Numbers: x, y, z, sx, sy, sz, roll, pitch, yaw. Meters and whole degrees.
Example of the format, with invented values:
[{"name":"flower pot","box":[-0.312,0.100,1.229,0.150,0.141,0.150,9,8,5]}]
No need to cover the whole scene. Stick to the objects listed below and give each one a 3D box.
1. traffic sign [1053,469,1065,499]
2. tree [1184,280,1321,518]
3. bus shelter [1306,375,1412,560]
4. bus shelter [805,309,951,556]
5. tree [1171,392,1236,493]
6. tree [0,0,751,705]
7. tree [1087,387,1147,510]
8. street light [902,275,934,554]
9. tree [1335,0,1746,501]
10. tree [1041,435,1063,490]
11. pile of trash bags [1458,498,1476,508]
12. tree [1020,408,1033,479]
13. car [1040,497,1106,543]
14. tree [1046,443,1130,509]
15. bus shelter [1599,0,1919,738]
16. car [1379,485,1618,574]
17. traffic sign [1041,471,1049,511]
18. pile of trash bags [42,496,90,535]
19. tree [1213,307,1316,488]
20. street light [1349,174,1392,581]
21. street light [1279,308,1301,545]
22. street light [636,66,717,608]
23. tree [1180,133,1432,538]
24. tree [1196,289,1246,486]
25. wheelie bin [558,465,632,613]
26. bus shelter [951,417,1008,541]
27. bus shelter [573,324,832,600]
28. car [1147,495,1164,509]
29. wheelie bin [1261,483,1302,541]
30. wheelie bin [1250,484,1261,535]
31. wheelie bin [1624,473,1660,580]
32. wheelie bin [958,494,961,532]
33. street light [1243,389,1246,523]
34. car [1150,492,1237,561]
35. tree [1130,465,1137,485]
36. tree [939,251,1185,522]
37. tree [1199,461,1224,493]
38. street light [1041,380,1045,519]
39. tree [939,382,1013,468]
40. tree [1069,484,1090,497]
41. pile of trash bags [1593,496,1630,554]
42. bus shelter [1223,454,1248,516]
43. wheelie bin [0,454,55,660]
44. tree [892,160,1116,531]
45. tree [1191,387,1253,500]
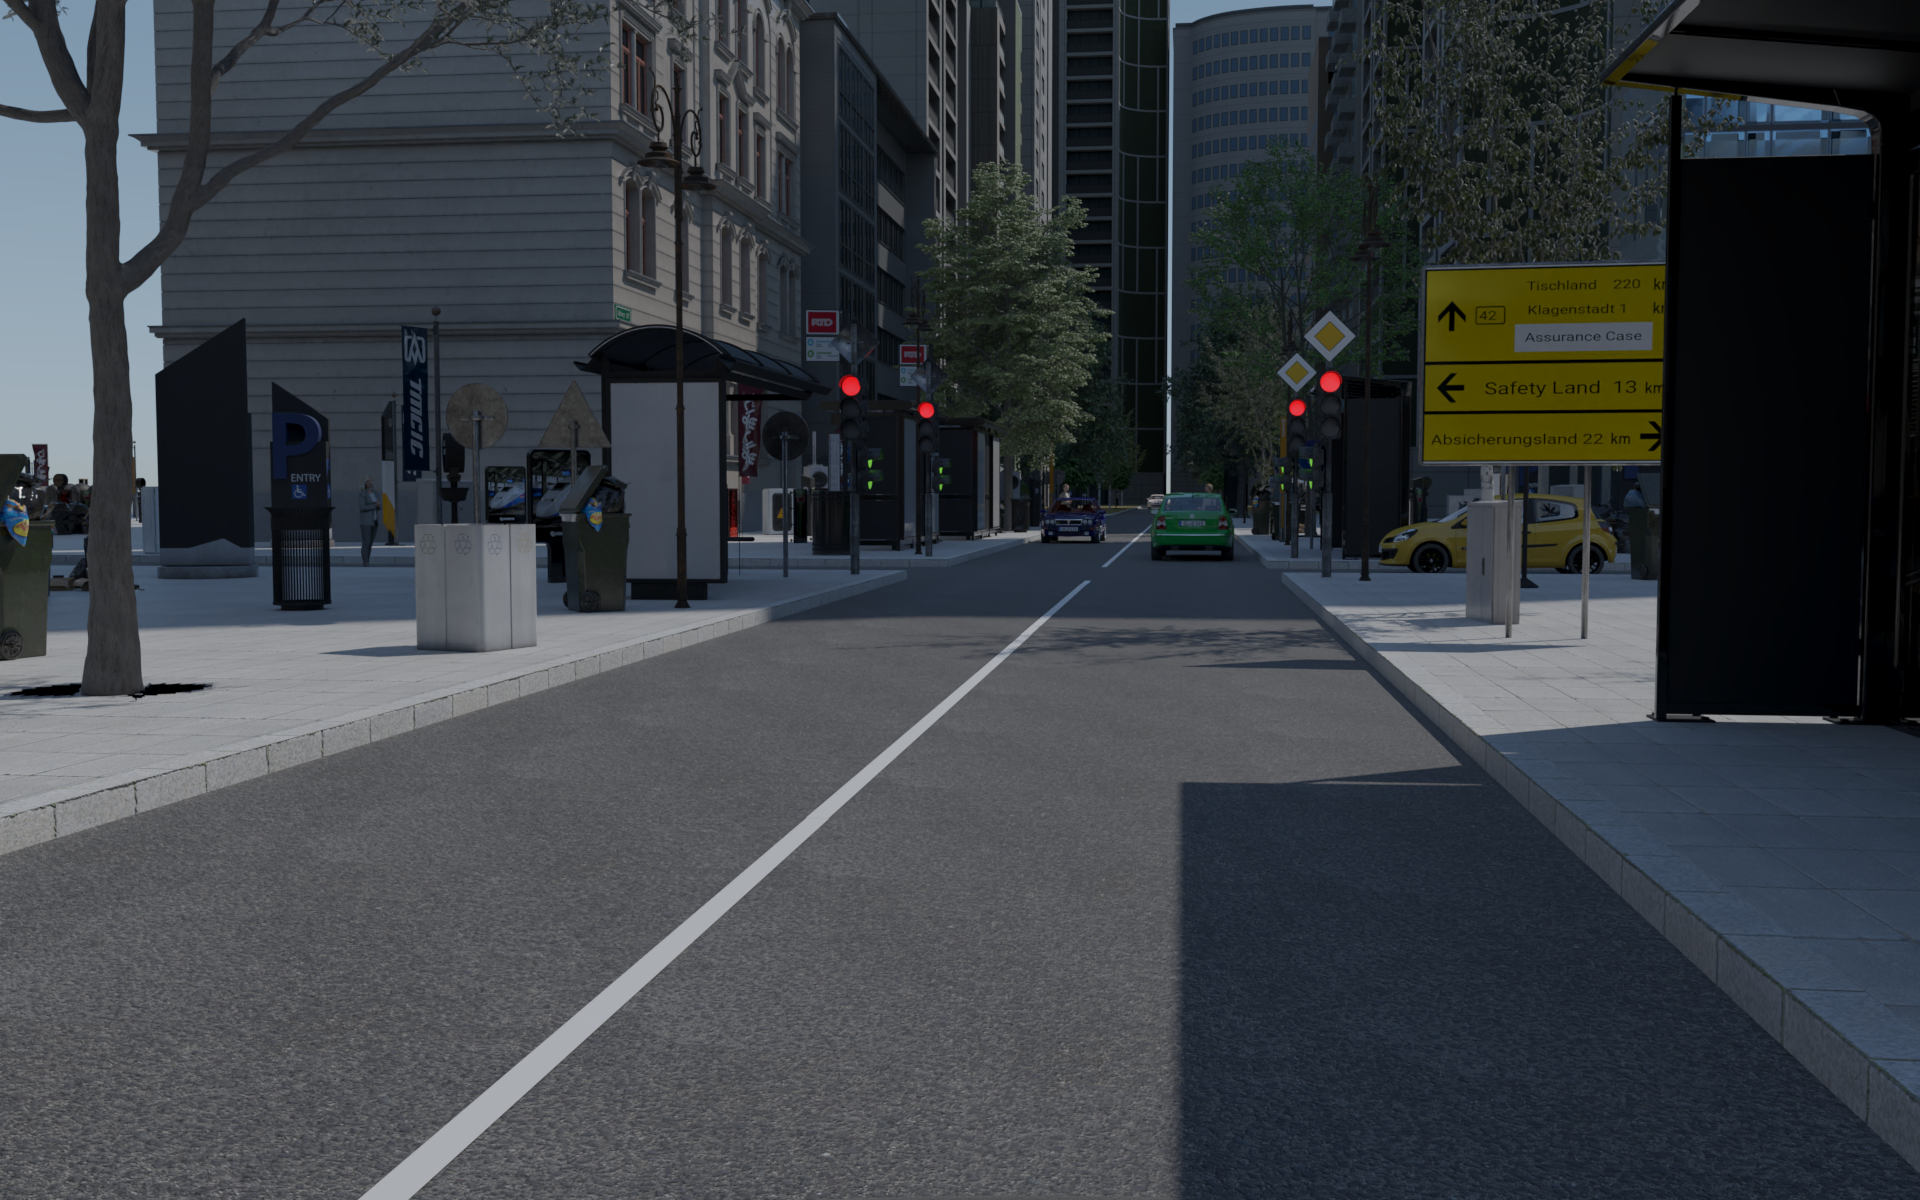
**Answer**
[{"name":"traffic sign","box":[5.012,-5.423,88.770,0.768,2.556,0.104,1,4,12]},{"name":"tree","box":[15.219,-10.759,92.915,9.611,12.733,9.660,0,3,0]},{"name":"bus shelter","box":[8.387,-2.780,36.742,1.731,3.624,6.357,0,4,8]},{"name":"bus shelter","box":[-1.937,-3.827,40.209,2.179,5.291,8.768,0,4,7]},{"name":"tree","box":[27.153,-16.980,184.271,9.857,13.997,8.962,0,3,0]},{"name":"tree","box":[-5.365,-6.147,10.871,12.009,13.543,11.850,0,3,0]},{"name":"tree","box":[9.615,-10.165,116.567,4.737,8.622,4.395,0,3,0]},{"name":"street light","box":[-0.883,-3.910,36.717,0.468,5.910,1.993,0,4,7]},{"name":"tree","box":[5.899,-4.178,18.671,4.360,8.622,3.978,0,3,0]},{"name":"tree","box":[4.655,-9.489,105.500,4.360,8.622,3.978,0,3,0]},{"name":"pile of trash bags","box":[16.301,-2.546,51.385,3.447,1.369,1.912,2,4,26]},{"name":"tree","box":[2.144,-9.160,100.125,4.360,8.622,3.978,0,3,0]},{"name":"car","box":[3.405,-2.391,51.672,1.945,1.354,3.894,1,4,9]},{"name":"tree","box":[6.180,-6.619,91.942,4.285,4.588,4.351,0,3,0]},{"name":"bus shelter","box":[4.049,-0.941,6.670,1.731,3.624,6.357,0,4,7]},{"name":"car","box":[9.421,-1.239,30.477,3.980,1.641,2.015,1,4,9]},{"name":"traffic sign","box":[4.854,-5.857,95.761,0.884,2.594,0.081,1,4,9]},{"name":"pile of trash bags","box":[-28.768,-2.729,54.380,3.447,1.369,1.912,-3,5,-43]},{"name":"tree","box":[12.164,-7.137,67.059,4.737,8.622,4.395,0,3,0]},{"name":"street light","box":[5.989,-3.220,25.437,0.468,5.910,1.993,0,4,7]},{"name":"street light","box":[8.202,-4.305,43.180,0.468,5.910,1.993,0,4,7]},{"name":"street light","box":[-3.130,-2.847,19.338,0.468,5.910,1.993,0,4,7]},{"name":"tree","box":[10.241,-7.667,51.111,9.928,11.665,9.643,0,3,0]},{"name":"tree","box":[10.449,-6.747,60.680,4.360,8.622,3.978,0,3,0]},{"name":"wheelie bin","box":[-4.003,-0.682,19.052,0.693,1.594,0.980,-2,4,-30]},{"name":"bus shelter","box":[-0.201,-4.358,48.882,2.179,5.291,8.768,0,4,8]},{"name":"bus shelter","box":[-3.272,-1.803,23.409,2.014,3.302,5.546,0,4,7]},{"name":"car","box":[19.368,-9.637,169.921,2.083,1.381,4.827,0,4,8]},{"name":"wheelie bin","box":[8.993,-2.440,47.807,0.980,1.594,0.693,3,4,37]},{"name":"wheelie bin","box":[9.587,-2.851,54.525,0.693,1.594,0.980,2,4,33]},{"name":"wheelie bin","box":[10.419,-1.106,25.999,0.980,1.594,0.693,0,4,-7]},{"name":"wheelie bin","box":[0.327,-3.129,59.068,0.980,1.594,0.693,-3,5,-41]},{"name":"street light","box":[12.498,-6.308,75.921,0.468,5.910,1.993,0,4,7]},{"name":"car","box":[5.209,-1.827,38.675,1.959,1.807,4.718,1,4,8]},{"name":"tree","box":[13.621,-10.186,150.248,4.285,4.588,4.351,0,3,0]},{"name":"tree","box":[3.456,-9.932,79.388,9.611,12.733,9.660,0,3,0]},{"name":"tree","box":[23.717,-10.769,159.786,4.285,4.588,4.351,0,3,0]},{"name":"street light","box":[3.371,-5.939,69.891,0.468,5.910,1.993,0,4,7]},{"name":"tree","box":[0.688,-8.483,89.066,4.360,8.622,3.978,0,3,0]},{"name":"tree","box":[6.825,-6.247,96.740,1.663,3.219,1.824,0,3,0]},{"name":"pile of trash bags","box":[14.448,-1.728,38.001,3.447,1.369,1.912,1,4,9]},{"name":"bus shelter","box":[16.310,-6.851,103.289,1.731,3.624,6.357,0,4,8]},{"name":"wheelie bin","box":[-7.585,-0.347,13.579,0.980,1.594,0.693,1,4,16]},{"name":"tree","box":[1.540,-8.671,59.896,7.486,12.596,7.792,0,3,0]},{"name":"tree","box":[25.708,-15.241,167.312,7.486,12.596,7.792,0,3,0]}]
